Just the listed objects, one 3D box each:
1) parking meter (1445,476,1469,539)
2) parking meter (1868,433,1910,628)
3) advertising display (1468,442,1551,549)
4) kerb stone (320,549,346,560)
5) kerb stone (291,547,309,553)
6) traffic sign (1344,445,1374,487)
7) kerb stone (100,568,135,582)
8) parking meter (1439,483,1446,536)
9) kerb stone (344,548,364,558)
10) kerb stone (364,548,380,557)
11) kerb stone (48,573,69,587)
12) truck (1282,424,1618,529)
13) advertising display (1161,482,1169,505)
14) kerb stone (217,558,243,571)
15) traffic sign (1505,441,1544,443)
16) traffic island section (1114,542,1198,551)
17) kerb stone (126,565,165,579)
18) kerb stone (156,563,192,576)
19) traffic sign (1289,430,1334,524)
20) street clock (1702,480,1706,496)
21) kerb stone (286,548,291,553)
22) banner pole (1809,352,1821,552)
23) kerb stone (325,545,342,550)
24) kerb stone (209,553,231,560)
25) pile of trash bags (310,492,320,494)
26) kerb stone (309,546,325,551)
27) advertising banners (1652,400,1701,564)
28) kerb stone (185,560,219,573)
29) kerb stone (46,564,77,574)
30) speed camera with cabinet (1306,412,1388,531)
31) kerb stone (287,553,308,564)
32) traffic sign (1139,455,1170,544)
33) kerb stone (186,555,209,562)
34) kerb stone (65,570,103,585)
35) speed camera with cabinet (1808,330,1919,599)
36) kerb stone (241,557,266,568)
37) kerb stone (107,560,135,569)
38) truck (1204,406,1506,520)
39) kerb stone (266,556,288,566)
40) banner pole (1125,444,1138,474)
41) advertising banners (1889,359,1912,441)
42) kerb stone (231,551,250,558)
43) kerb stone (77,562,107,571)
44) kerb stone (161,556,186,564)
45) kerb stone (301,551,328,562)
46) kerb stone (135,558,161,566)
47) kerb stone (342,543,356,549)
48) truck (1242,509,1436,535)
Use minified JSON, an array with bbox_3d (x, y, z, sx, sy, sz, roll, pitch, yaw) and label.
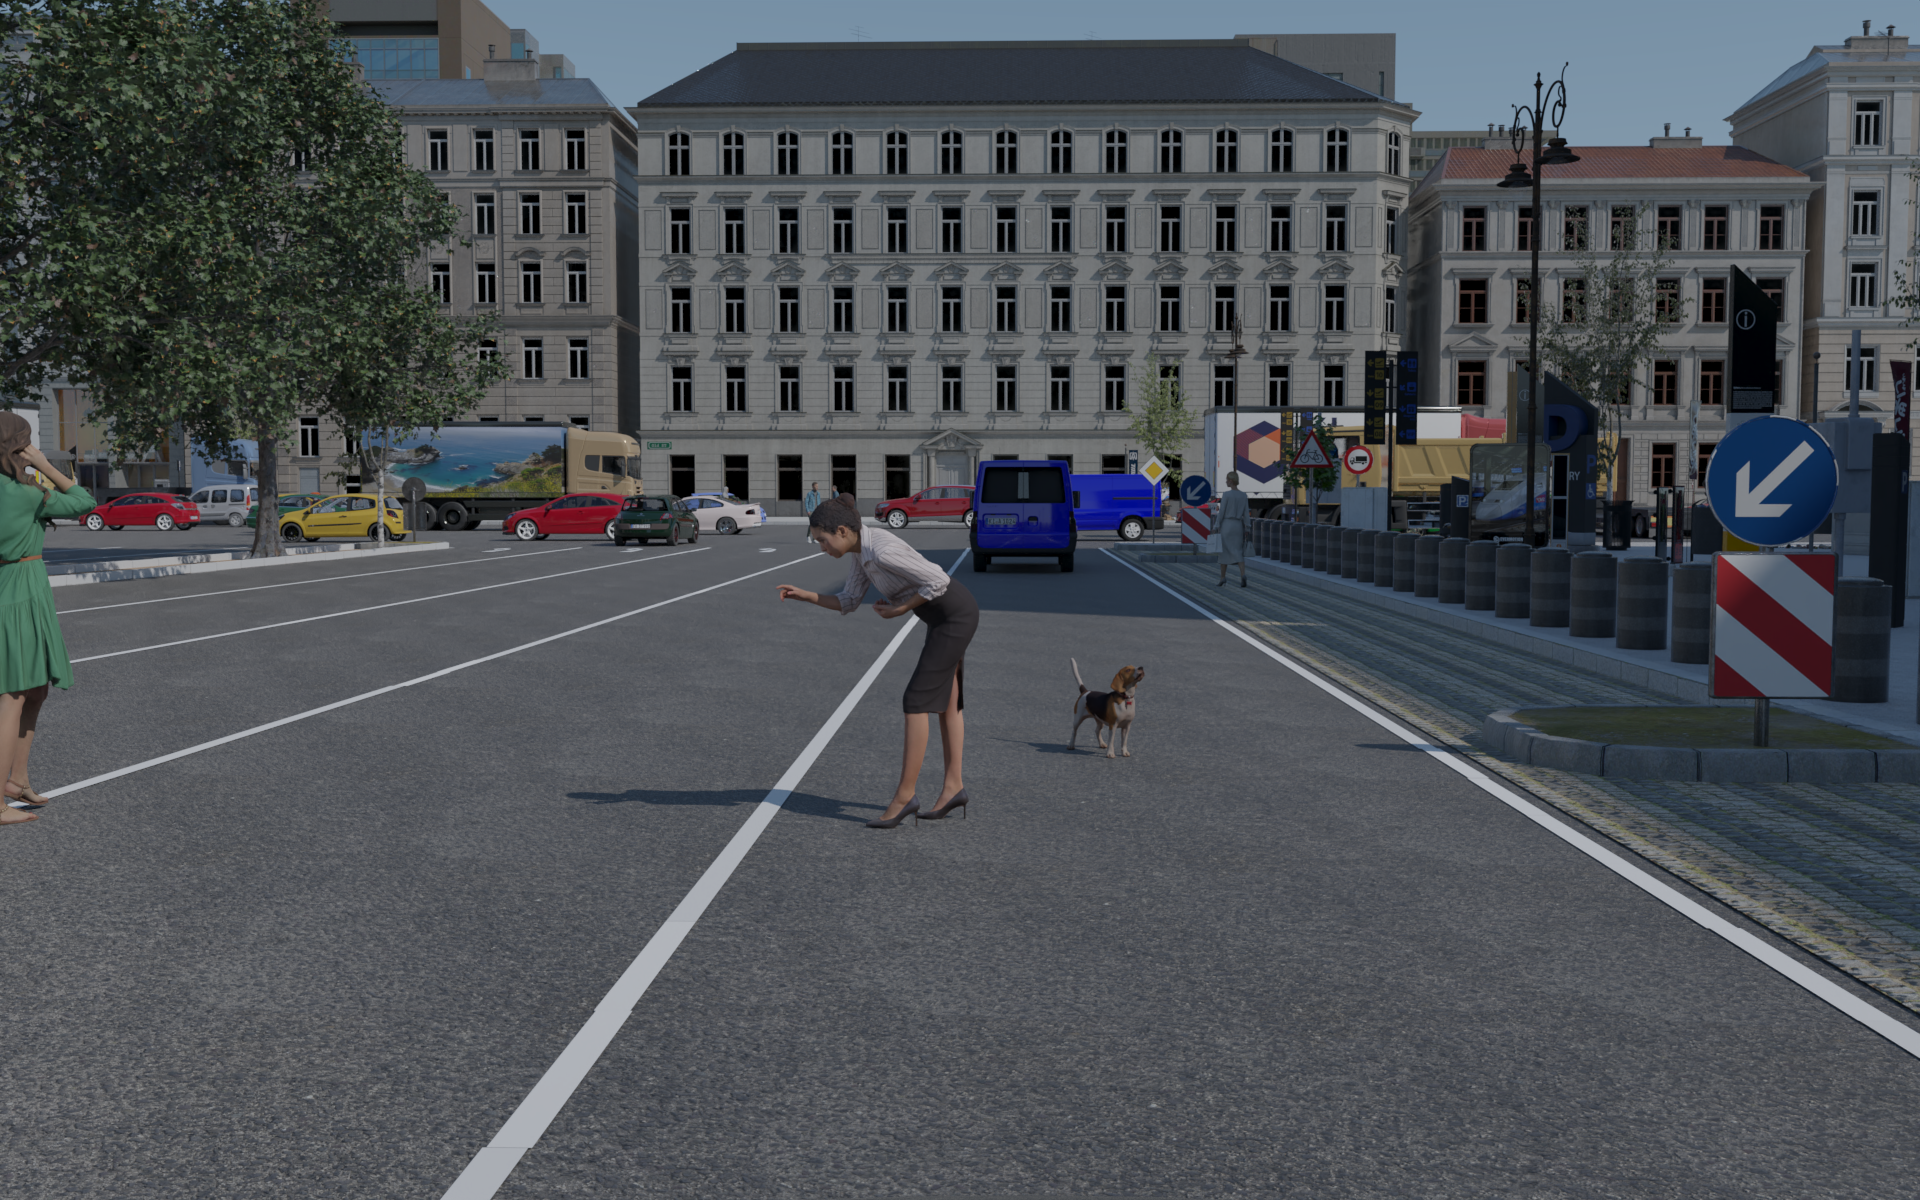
[{"bbox_3d":[6.890,-0.932,23.649,0.372,1.533,0.369,0,3,0],"label":"parking meter"},{"bbox_3d":[8.970,-0.674,16.727,0.255,1.863,0.399,3,5,42],"label":"parking meter"},{"bbox_3d":[6.935,-1.020,21.887,0.974,1.923,0.123,2,4,24],"label":"advertising display"},{"bbox_3d":[-13.779,-0.967,38.001,0.120,0.150,1.000,0,4,2],"label":"kerb stone"},{"bbox_3d":[-15.786,-1.155,41.107,0.120,0.150,1.000,0,4,2],"label":"kerb stone"},{"bbox_3d":[10.396,-2.761,45.250,0.768,2.556,0.104,0,4,6],"label":"traffic sign"},{"bbox_3d":[-14.052,-0.400,28.740,0.120,0.150,1.000,0,4,2],"label":"kerb stone"},{"bbox_3d":[11.644,-2.015,41.352,0.372,1.533,0.369,0,3,0],"label":"parking meter"},{"bbox_3d":[-13.745,-1.030,39.028,0.120,0.150,1.000,0,4,2],"label":"kerb stone"},{"bbox_3d":[-13.711,-1.085,40.062,0.120,0.150,1.000,0,4,2],"label":"kerb stone"},{"bbox_3d":[-14.102,-0.274,26.679,0.120,0.150,1.000,0,4,2],"label":"kerb stone"},{"bbox_3d":[13.299,-3.256,49.160,9.791,3.379,3.469,0,4,2],"label":"truck"},{"bbox_3d":[10.839,-5.322,92.222,0.123,1.923,0.974,3,4,39],"label":"advertising display"},{"bbox_3d":[-13.928,-0.652,32.864,0.120,0.150,1.000,0,4,2],"label":"kerb stone"},{"bbox_3d":[11.018,-2.066,33.883,0.768,2.556,0.104,1,4,10],"label":"traffic sign"},{"bbox_3d":[5.032,-1.380,44.842,2.009,0.180,2.903,0,4,2],"label":"traffic island section"},{"bbox_3d":[-14.014,-0.461,29.772,0.120,0.150,1.000,0,4,2],"label":"kerb stone"},{"bbox_3d":[-13.993,-0.526,30.803,0.120,0.150,1.000,0,4,2],"label":"kerb stone"},{"bbox_3d":[7.102,-2.143,35.044,0.884,2.594,0.081,0,4,4],"label":"traffic sign"},{"bbox_3d":[35.561,-4.758,82.357,0.471,2.002,0.358,1,4,11],"label":"street clock"},{"bbox_3d":[-15.819,-1.093,40.080,0.120,0.150,1.000,0,4,2],"label":"kerb stone"},{"bbox_3d":[15.177,-2.495,30.807,0.401,3.779,0.863,2,4,24],"label":"banner pole"},{"bbox_3d":[-15.717,-1.283,43.172,0.120,0.150,1.000,0,4,2],"label":"kerb stone"},{"bbox_3d":[-15.902,-0.900,36.994,0.120,0.150,1.000,0,4,2],"label":"kerb stone"},{"bbox_3d":[-31.974,-4.856,89.145,1.912,1.369,3.447,2,4,32],"label":"pile of trash bags"},{"bbox_3d":[-15.761,-1.220,42.145,0.120,0.150,1.000,0,4,2],"label":"kerb stone"},{"bbox_3d":[13.196,-2.180,31.824,0.090,3.025,2.074,3,5,43],"label":"advertising banners"},{"bbox_3d":[-13.954,-0.590,31.834,0.120,0.150,1.000,0,4,2],"label":"kerb stone"},{"bbox_3d":[-16.087,-0.528,30.828,0.120,0.150,1.000,0,4,2],"label":"kerb stone"},{"bbox_3d":[9.262,-2.882,41.461,0.660,3.252,2.038,-3,5,-40],"label":"speed camera with cabinet"},{"bbox_3d":[-13.840,-0.841,35.946,0.120,0.150,1.000,0,4,2],"label":"kerb stone"},{"bbox_3d":[5.008,-2.515,44.766,0.795,2.450,0.064,0,4,2],"label":"traffic sign"},{"bbox_3d":[-15.936,-0.842,35.967,0.120,0.150,1.000,0,4,2],"label":"kerb stone"},{"bbox_3d":[-14.074,-0.337,27.707,0.120,0.150,1.000,0,4,2],"label":"kerb stone"},{"bbox_3d":[11.432,-1.649,21.300,2.038,3.252,0.660,-1,4,-13],"label":"speed camera with cabinet"},{"bbox_3d":[-13.899,-0.715,33.892,0.120,0.150,1.000,0,4,2],"label":"kerb stone"},{"bbox_3d":[-16.025,-0.654,32.882,0.120,0.150,1.000,0,4,2],"label":"kerb stone"},{"bbox_3d":[13.711,-4.128,56.411,11.283,4.237,2.839,0,4,0],"label":"truck"},{"bbox_3d":[-13.868,-0.778,34.919,0.120,0.150,1.000,0,4,2],"label":"kerb stone"},{"bbox_3d":[8.457,-5.878,86.120,0.863,3.779,0.401,0,4,-7],"label":"banner pole"},{"bbox_3d":[12.930,-1.648,23.133,2.074,3.025,0.090,-2,4,-33],"label":"advertising banners"},{"bbox_3d":[-15.873,-0.968,38.026,0.120,0.150,1.000,0,4,2],"label":"kerb stone"},{"bbox_3d":[-16.058,-0.588,31.855,0.120,0.150,1.000,0,4,2],"label":"kerb stone"},{"bbox_3d":[-15.970,-0.779,34.940,0.120,0.150,1.000,0,4,2],"label":"kerb stone"},{"bbox_3d":[-13.809,-0.904,36.973,0.120,0.150,1.000,0,4,2],"label":"kerb stone"},{"bbox_3d":[-15.999,-0.708,33.910,0.120,0.150,1.000,0,4,2],"label":"kerb stone"},{"bbox_3d":[-15.702,-1.344,44.209,0.120,0.150,1.000,0,4,2],"label":"kerb stone"},{"bbox_3d":[14.167,-4.046,62.072,9.791,3.379,3.469,0,4,3],"label":"truck"}]
